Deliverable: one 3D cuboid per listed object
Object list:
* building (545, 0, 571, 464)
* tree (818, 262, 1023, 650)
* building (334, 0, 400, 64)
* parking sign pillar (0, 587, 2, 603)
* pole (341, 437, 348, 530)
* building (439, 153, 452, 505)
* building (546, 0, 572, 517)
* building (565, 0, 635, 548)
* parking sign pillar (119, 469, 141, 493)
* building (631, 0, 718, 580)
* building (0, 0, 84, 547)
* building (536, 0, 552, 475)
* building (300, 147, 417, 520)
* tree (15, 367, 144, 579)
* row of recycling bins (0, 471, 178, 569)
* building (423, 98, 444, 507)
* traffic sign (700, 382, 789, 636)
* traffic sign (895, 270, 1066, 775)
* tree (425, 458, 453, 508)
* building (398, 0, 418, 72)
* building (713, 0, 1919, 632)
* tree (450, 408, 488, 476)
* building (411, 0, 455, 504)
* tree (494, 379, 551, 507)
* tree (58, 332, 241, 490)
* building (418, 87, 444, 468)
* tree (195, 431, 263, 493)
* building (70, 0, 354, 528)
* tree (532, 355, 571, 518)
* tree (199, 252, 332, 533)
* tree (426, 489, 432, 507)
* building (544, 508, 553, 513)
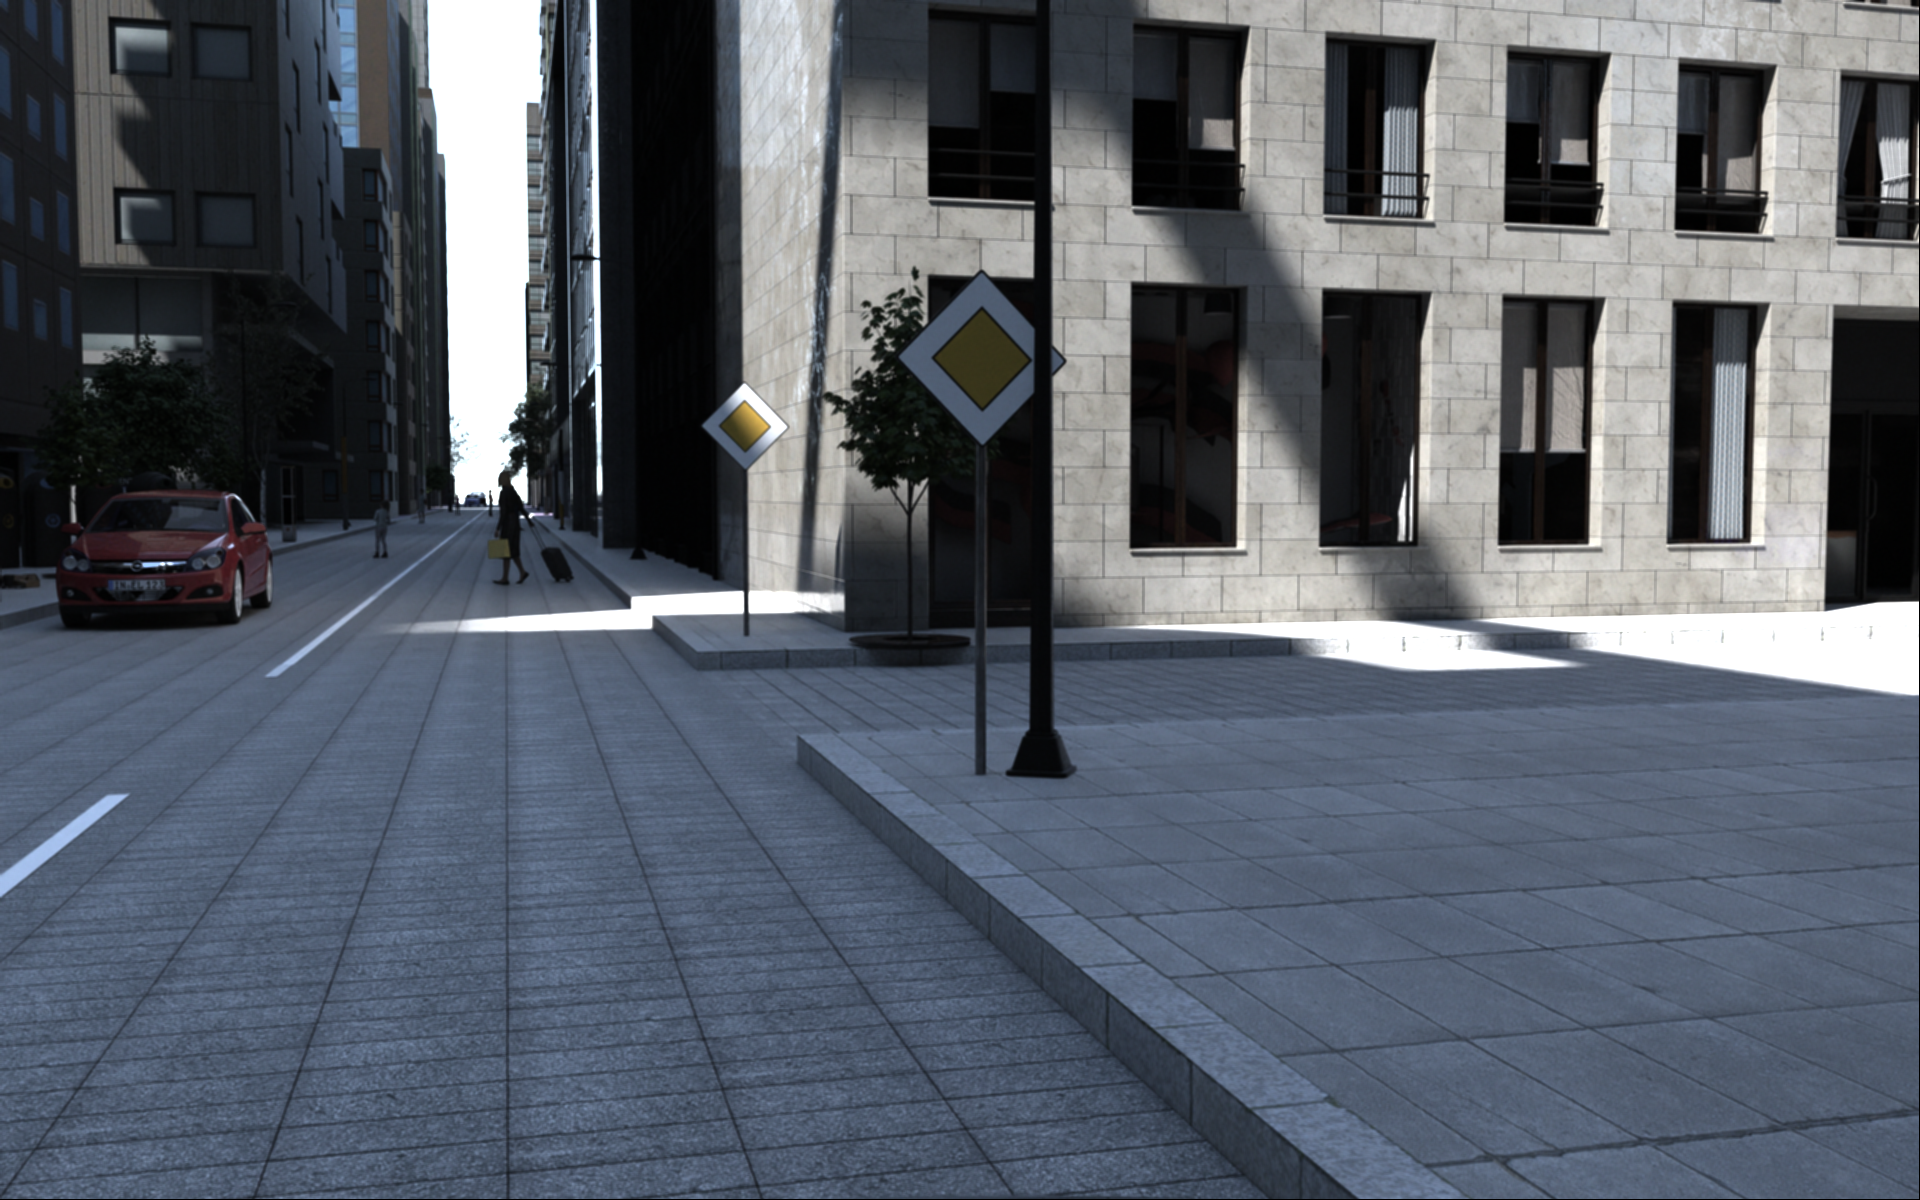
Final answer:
[{"bbox_3d":[-10.360,-15.691,75.615,14.314,24.678,30.058,-1,4,-15],"label":"building"},{"bbox_3d":[-0.414,-1.220,14.542,1.663,3.219,1.824,0,3,0],"label":"tree"},{"bbox_3d":[-45.949,-28.676,118.969,14.600,45.320,14.200,-1,4,-15],"label":"building"},{"bbox_3d":[-12.016,-1.935,20.108,1.447,3.967,1.447,0,4,4],"label":"parking sign pillar"},{"bbox_3d":[-21.958,-4.158,61.822,0.158,3.312,0.155,0,3,0],"label":"pole"},{"bbox_3d":[-66.590,-31.596,200.182,14.154,41.232,14.086,-1,4,-15],"label":"building"},{"bbox_3d":[-17.592,-20.344,104.323,14.160,30.474,14.107,-1,4,-15],"label":"building"},{"bbox_3d":[-5.124,-14.261,51.190,12.078,24.808,19.932,-1,4,-15],"label":"building"},{"bbox_3d":[-25.307,-3.926,52.661,1.447,3.967,1.447,0,4,-4],"label":"parking sign pillar"},{"bbox_3d":[0.299,-12.509,34.199,12.332,23.373,15.834,-1,4,-15],"label":"building"},{"bbox_3d":[-29.117,-23.735,38.178,14.600,45.320,14.200,-1,4,-15],"label":"building"},{"bbox_3d":[-24.595,-32.420,149.670,23.786,49.044,30.456,-1,4,-15],"label":"building"},{"bbox_3d":[-45.950,-15.439,97.463,27.650,21.520,28.899,-1,4,-15],"label":"building"},{"bbox_3d":[-13.510,-1.952,26.511,1.663,3.219,1.824,0,3,0],"label":"tree"},{"bbox_3d":[-15.817,-1.452,30.845,3.534,1.692,1.069,-3,5,-44],"label":"row of recycling bins"},{"bbox_3d":[-59.559,-29.883,172.189,14.154,41.232,14.086,-1,4,-15],"label":"building"},{"bbox_3d":[-1.933,-0.731,15.588,0.795,2.450,0.064,-1,4,-15],"label":"traffic sign"},{"bbox_3d":[0.091,-0.258,7.863,0.795,2.450,0.064,-1,4,-15],"label":"traffic sign"},{"bbox_3d":[-48.314,-10.731,159.171,4.285,4.588,4.351,0,3,0],"label":"tree"},{"bbox_3d":[-53.303,-28.334,146.861,14.154,41.232,14.086,-1,4,-15],"label":"building"},{"bbox_3d":[5.755,-10.265,22.582,16.860,20.320,10.420,-1,4,-15],"label":"building"},{"bbox_3d":[-70.368,-20.116,239.267,12.009,13.543,11.850,0,3,0],"label":"tree"},{"bbox_3d":[-74.084,-47.520,215.210,20.563,71.187,20.611,-1,4,-15],"label":"building"},{"bbox_3d":[-41.548,-15.604,172.126,9.611,12.733,9.660,0,3,0],"label":"tree"},{"bbox_3d":[-16.452,-3.152,35.249,4.285,4.588,4.351,0,3,0],"label":"tree"},{"bbox_3d":[-63.178,-32.769,185.887,14.600,45.320,14.200,-1,4,-15],"label":"building"},{"bbox_3d":[-20.251,-3.228,47.382,1.663,3.219,1.824,0,3,0],"label":"tree"},{"bbox_3d":[-38.587,-29.113,65.241,28.713,52.752,27.495,-1,4,-15],"label":"building"},{"bbox_3d":[-20.724,-8.652,91.827,4.360,8.622,3.978,0,3,0],"label":"tree"},{"bbox_3d":[-21.485,-6.293,53.259,4.360,8.622,3.978,0,3,0],"label":"tree"},{"bbox_3d":[-51.453,-10.512,166.477,1.663,3.219,1.824,0,3,0],"label":"tree"},{"bbox_3d":[-13.548,-26.474,124.736,32.217,40.220,23.993,-1,4,-15],"label":"building"}]
